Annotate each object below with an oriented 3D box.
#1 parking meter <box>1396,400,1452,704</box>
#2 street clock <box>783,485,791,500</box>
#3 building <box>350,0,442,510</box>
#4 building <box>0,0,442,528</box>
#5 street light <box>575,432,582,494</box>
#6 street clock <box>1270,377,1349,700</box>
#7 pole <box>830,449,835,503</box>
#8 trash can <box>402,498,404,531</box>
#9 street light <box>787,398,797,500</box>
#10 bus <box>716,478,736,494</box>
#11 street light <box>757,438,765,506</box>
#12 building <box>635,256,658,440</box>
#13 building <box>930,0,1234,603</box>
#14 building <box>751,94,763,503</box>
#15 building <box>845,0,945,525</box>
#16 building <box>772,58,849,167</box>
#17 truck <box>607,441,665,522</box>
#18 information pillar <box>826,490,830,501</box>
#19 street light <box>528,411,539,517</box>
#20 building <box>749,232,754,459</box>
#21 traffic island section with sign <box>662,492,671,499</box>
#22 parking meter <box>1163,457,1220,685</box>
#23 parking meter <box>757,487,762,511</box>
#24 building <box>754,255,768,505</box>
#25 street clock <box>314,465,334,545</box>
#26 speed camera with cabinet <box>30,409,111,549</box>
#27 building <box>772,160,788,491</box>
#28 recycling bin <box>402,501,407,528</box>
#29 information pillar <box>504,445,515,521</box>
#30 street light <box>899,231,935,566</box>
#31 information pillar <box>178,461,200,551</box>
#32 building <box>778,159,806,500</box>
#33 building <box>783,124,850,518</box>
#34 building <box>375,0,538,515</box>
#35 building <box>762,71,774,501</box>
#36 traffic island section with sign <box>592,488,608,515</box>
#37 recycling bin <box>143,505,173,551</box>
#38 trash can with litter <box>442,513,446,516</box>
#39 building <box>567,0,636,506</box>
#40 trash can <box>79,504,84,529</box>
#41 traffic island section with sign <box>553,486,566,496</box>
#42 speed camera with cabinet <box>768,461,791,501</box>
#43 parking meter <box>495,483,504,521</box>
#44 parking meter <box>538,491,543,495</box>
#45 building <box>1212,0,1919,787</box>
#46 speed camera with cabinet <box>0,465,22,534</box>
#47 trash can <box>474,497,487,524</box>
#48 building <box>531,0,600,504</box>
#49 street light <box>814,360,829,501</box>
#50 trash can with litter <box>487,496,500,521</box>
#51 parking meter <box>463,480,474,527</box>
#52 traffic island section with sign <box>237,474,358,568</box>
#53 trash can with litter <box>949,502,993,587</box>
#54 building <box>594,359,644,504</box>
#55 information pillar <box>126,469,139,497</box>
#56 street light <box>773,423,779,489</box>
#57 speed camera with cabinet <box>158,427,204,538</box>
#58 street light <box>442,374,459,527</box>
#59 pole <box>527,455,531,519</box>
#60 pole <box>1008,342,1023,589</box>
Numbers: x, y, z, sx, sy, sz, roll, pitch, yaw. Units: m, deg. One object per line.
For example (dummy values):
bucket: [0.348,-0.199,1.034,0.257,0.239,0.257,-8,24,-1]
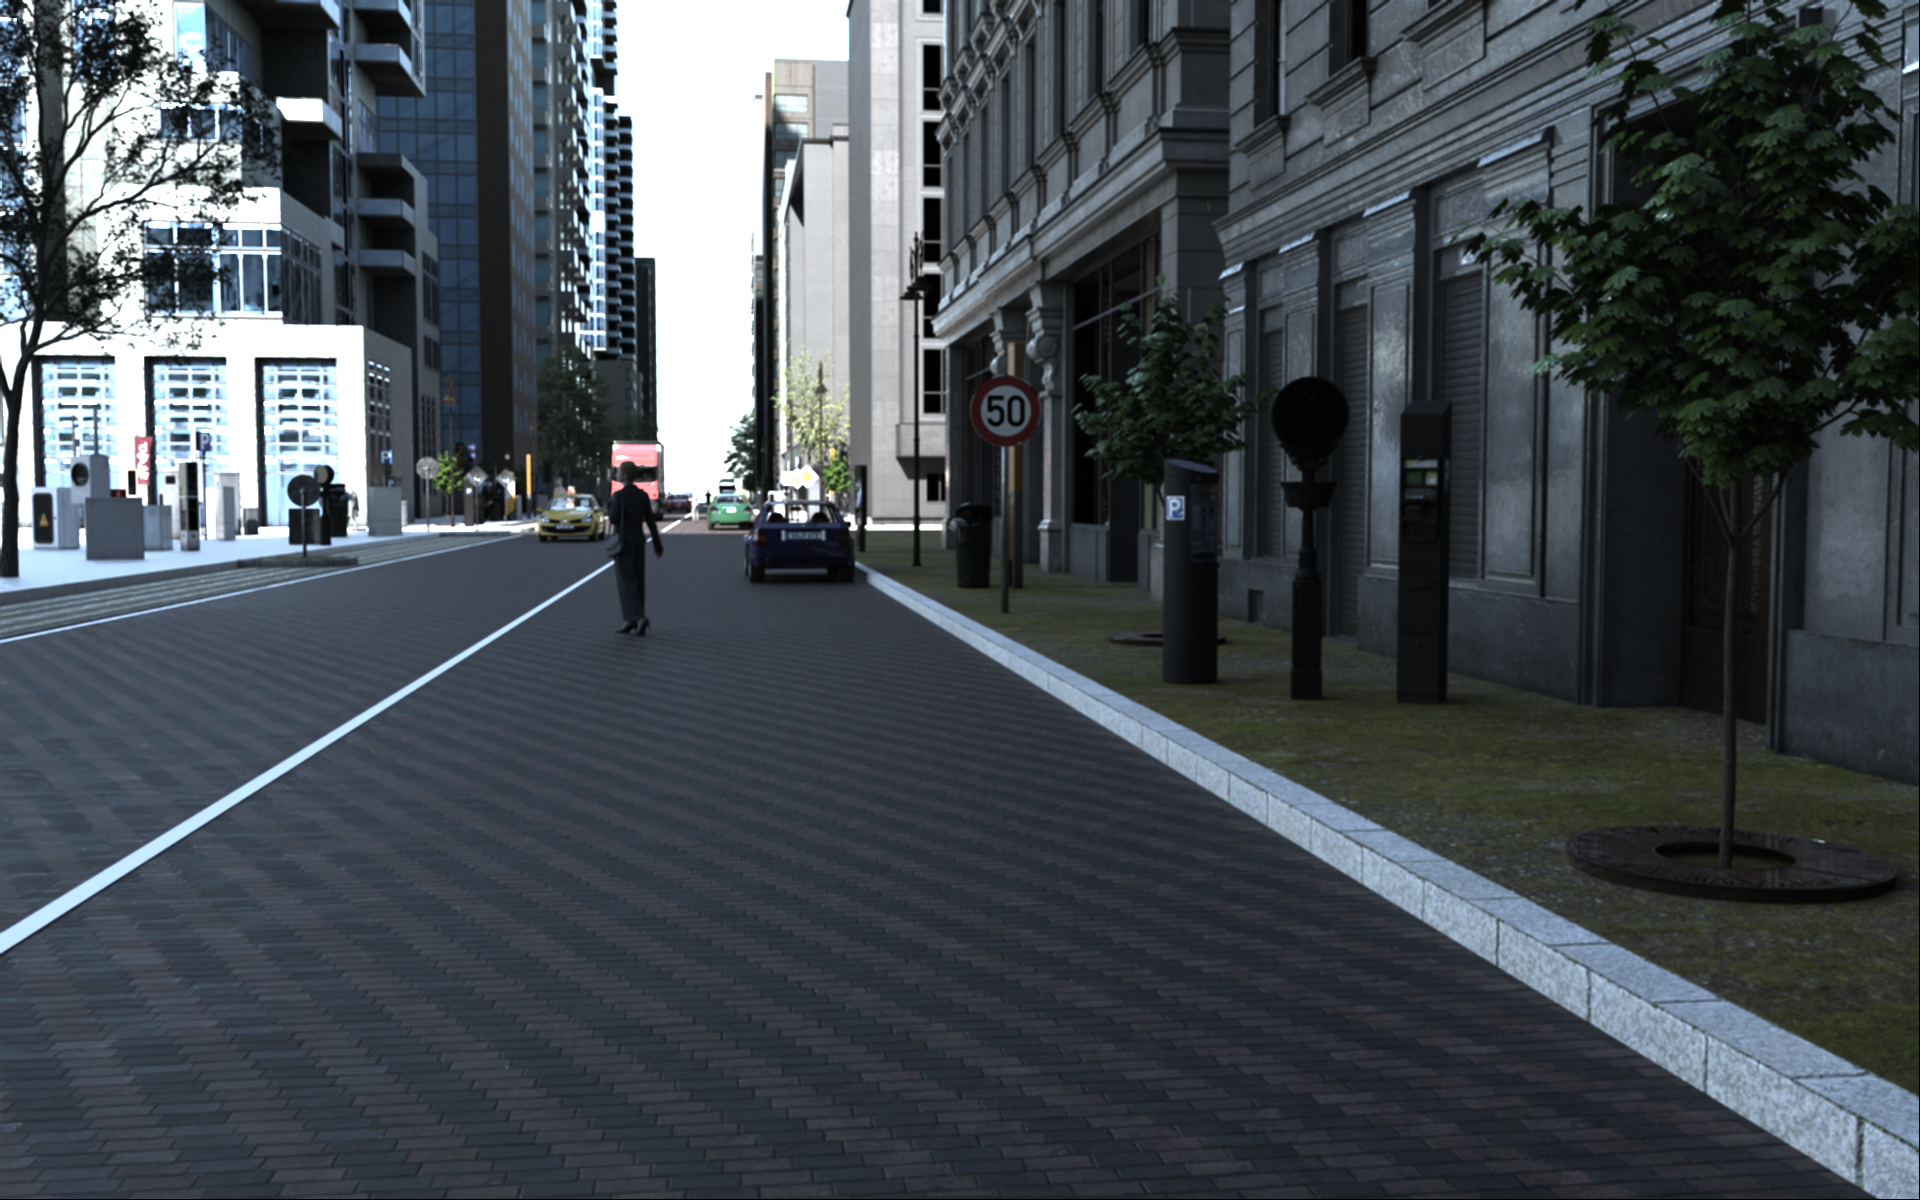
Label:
parking meter: [2.862,-0.304,10.677,0.255,1.863,0.399,2,4,25]
street clock: [-8.095,-4.673,80.969,0.358,2.002,0.471,-2,4,-28]
building: [-49.350,-53.251,183.326,22.319,86.520,31.000,0,4,-8]
building: [-36.039,-46.809,78.002,22.319,86.520,31.000,0,4,-8]
street light: [-27.705,-9.361,125.844,0.468,5.910,1.993,0,4,-8]
street clock: [2.173,-0.382,10.820,0.471,2.002,0.358,0,4,8]
pole: [-5.745,-5.150,78.049,0.158,3.312,0.155,0,3,0]
trash can: [-18.565,-2.753,56.666,0.748,1.137,0.748,0,3,0]
street light: [-8.087,-6.757,83.271,0.468,5.910,1.993,0,4,-8]
bus: [-36.158,-16.913,268.066,2.896,3.916,12.252,-1,4,-9]
street light: [-16.211,-10.374,142.409,0.468,5.910,1.993,0,4,-8]
building: [-57.996,-37.079,289.843,14.154,41.232,14.086,0,4,-8]
building: [4.128,-11.546,39.679,10.553,20.767,40.483,0,4,-8]
building: [-20.206,-43.735,257.058,21.231,58.520,28.212,0,4,-8]
building: [7.425,-17.358,77.305,24.014,27.812,14.314,0,4,-8]
building: [-10.983,-29.567,167.008,14.154,41.232,14.086,0,4,-8]
truck: [-17.296,-6.388,93.353,2.839,4.237,11.283,0,4,-8]
information pillar: [-6.353,-4.896,84.537,0.304,2.012,0.304,3,5,44]
street light: [-23.620,-7.538,96.040,0.468,5.910,1.993,0,4,-8]
building: [-23.401,-40.786,286.463,23.786,49.044,30.456,0,4,-8]
traffic island section with sign: [-45.985,-16.260,274.484,1.989,1.847,2.006,0,4,-8]
parking meter: [1.572,-0.207,11.798,0.372,1.533,0.369,0,3,0]
parking meter: [-15.622,-7.906,134.977,0.399,1.863,0.255,0,4,-2]
building: [-17.941,-26.879,211.180,14.160,30.474,14.107,0,4,-8]
street clock: [-15.936,-2.378,43.446,0.471,2.002,0.358,2,4,23]
speed camera with cabinet: [-20.704,-2.809,40.264,2.038,3.252,0.660,2,4,25]
building: [-9.546,-23.340,153.316,14.160,30.474,14.107,0,4,-8]
recycling bin: [-21.654,-3.295,66.429,0.722,1.027,0.722,0,4,-4]
information pillar: [-21.568,-5.597,82.858,0.504,3.616,0.183,-2,4,-35]
street light: [-0.769,-3.542,30.694,0.468,5.910,1.993,0,4,-8]
information pillar: [-17.454,-2.124,39.213,0.304,2.012,0.304,2,4,34]
building: [-7.548,-19.269,133.067,12.078,24.808,19.932,0,4,-8]
building: [-3.283,-17.636,107.411,14.314,24.678,30.058,0,4,-8]
building: [-34.942,-28.142,110.237,14.600,45.320,14.200,0,4,-8]
building: [-13.533,-32.513,181.702,14.600,45.320,14.200,0,4,-8]
traffic island section with sign: [-24.306,-6.583,116.255,1.989,1.847,2.006,0,4,-8]
recycling bin: [-18.489,-1.653,39.582,0.722,1.027,0.722,0,4,-4]
trash can with litter: [-30.553,-5.441,100.023,2.233,1.210,1.678,1,4,13]
building: [-59.785,-58.277,265.506,22.319,86.520,31.000,0,4,-8]
trash can: [-32.570,-3.221,64.325,0.748,1.137,0.748,0,3,0]
traffic island section with sign: [-20.647,-4.949,89.549,1.989,1.847,2.006,0,4,-8]
speed camera with cabinet: [-10.866,-6.753,104.745,0.660,3.252,2.038,-2,4,-35]
parking meter: [-22.373,-4.792,84.068,0.399,1.863,0.255,-1,4,-13]
parking meter: [-30.165,-7.106,124.596,0.372,1.533,0.369,0,3,0]
building: [8.569,-9.811,9.559,9.793,20.994,18.267,0,4,-8]
speed camera with cabinet: [-30.891,-3.730,55.326,2.038,3.252,0.660,2,4,27]
trash can: [-20.574,-3.809,73.938,0.748,1.137,0.748,0,3,0]
building: [-44.982,-32.691,154.110,23.786,49.044,30.456,0,4,-8]
street light: [-4.823,-5.337,60.044,0.468,5.910,1.993,0,4,-8]
trash can with litter: [-22.141,-4.321,82.036,0.624,1.170,1.055,-2,4,-24]
parking meter: [-19.230,-3.795,67.754,0.399,1.863,0.255,-1,4,-23]
traffic island section with sign: [-13.117,-1.580,34.468,1.989,1.847,2.006,0,4,-8]
trash can with litter: [0.115,-0.768,23.947,0.624,1.170,1.055,0,4,-6]
building: [-57.984,-23.981,237.120,27.650,21.520,28.899,0,4,-8]
information pillar: [-24.224,-2.828,50.733,0.304,2.012,0.304,-1,4,-21]
street light: [-11.963,-8.554,112.646,0.468,5.910,1.993,0,4,-8]
speed camera with cabinet: [-23.135,-3.489,51.380,0.660,3.252,2.038,-3,5,-45]
street light: [-19.577,-5.743,66.688,0.468,5.910,1.993,0,4,-8]
pole: [-22.276,-5.848,89.463,0.158,3.312,0.155,0,3,0]
pole: [0.746,-1.811,23.448,0.158,3.312,0.155,0,3,0]
